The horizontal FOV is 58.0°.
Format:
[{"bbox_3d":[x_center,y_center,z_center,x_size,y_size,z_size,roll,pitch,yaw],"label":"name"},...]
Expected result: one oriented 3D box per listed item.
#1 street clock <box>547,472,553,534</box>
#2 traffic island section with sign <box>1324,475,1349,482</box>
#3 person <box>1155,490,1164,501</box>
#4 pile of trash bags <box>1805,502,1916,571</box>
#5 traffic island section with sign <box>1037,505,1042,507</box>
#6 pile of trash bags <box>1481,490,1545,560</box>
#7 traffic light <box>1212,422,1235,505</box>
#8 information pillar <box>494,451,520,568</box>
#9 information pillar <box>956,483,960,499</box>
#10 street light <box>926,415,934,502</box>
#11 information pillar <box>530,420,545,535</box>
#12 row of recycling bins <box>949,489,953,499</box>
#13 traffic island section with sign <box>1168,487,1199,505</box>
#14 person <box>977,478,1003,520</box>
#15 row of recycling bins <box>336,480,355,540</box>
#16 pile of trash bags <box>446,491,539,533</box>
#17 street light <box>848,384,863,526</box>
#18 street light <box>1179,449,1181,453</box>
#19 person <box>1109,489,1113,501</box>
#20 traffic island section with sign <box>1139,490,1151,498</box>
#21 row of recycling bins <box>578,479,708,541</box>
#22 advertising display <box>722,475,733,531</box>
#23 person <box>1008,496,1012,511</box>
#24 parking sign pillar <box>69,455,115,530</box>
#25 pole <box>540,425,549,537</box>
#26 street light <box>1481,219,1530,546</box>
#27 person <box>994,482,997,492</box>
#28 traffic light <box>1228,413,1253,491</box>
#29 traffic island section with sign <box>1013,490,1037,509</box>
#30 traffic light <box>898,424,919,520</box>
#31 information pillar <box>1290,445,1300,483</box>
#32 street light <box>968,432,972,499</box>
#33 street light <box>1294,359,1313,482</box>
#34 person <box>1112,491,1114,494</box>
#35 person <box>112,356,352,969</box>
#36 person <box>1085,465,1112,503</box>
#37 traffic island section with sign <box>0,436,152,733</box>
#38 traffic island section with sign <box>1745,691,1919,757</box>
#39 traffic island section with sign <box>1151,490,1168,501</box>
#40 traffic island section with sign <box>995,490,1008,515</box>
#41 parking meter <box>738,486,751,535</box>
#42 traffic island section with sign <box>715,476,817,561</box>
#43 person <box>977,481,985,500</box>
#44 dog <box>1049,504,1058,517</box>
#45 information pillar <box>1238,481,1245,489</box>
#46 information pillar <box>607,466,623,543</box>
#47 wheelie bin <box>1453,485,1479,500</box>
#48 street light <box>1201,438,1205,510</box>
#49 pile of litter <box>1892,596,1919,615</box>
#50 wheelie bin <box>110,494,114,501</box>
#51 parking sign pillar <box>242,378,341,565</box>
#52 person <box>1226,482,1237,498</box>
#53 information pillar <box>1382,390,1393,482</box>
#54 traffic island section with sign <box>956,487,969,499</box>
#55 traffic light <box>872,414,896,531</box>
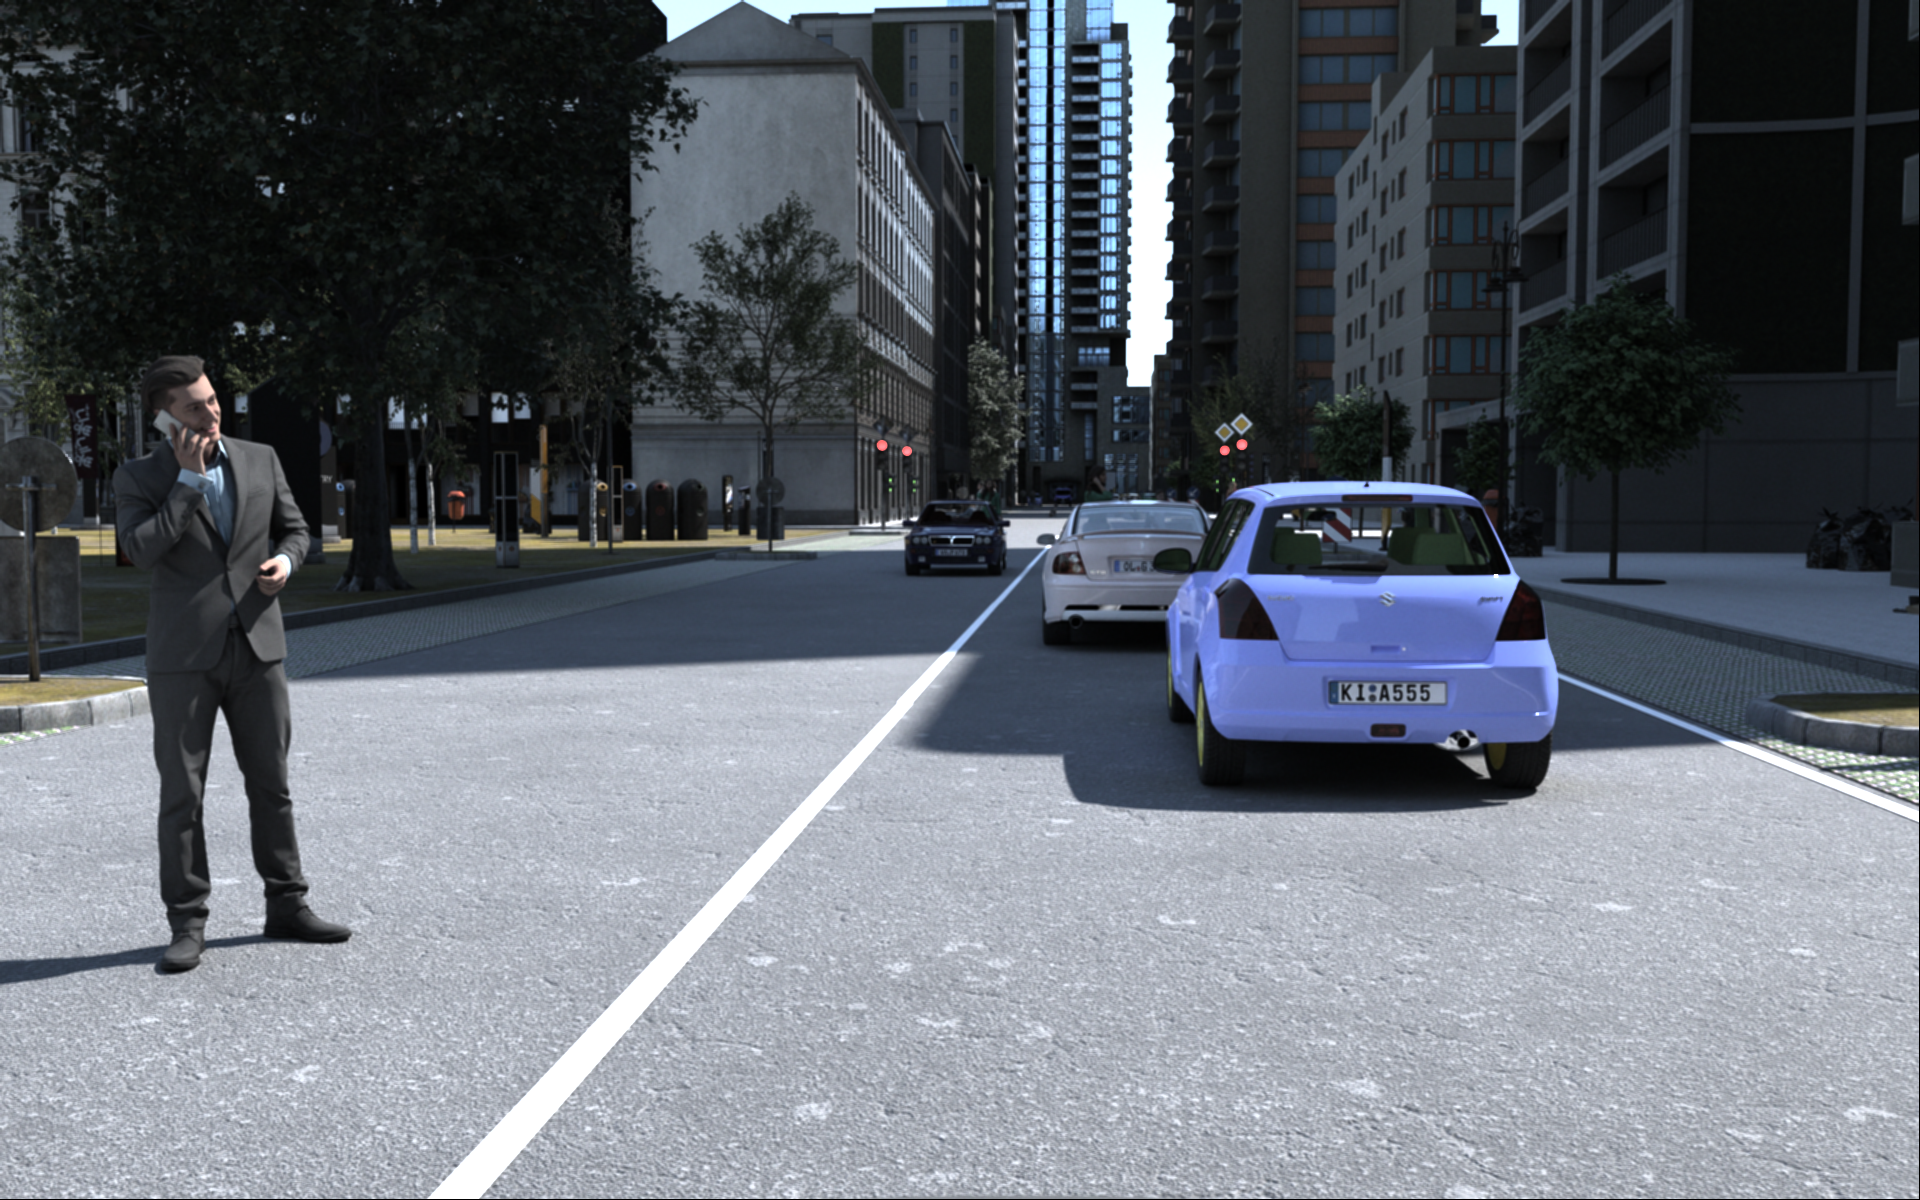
[{"bbox_3d":[-13.225,-3.123,55.631,0.358,2.002,0.471,-1,4,-17],"label":"street clock"},{"bbox_3d":[7.983,-1.778,37.692,1.989,1.847,2.006,0,4,4],"label":"traffic island section with sign"},{"bbox_3d":[3.509,-1.187,30.506,0.523,1.515,0.503,0,4,0],"label":"person"},{"bbox_3d":[16.306,-1.193,29.264,3.447,1.369,1.912,1,4,9],"label":"pile of trash bags"},{"bbox_3d":[8.371,-11.551,197.487,1.989,1.847,2.006,0,4,4],"label":"traffic island section with sign"},{"bbox_3d":[10.942,-1.568,35.383,1.912,1.369,3.447,1,4,17],"label":"pile of trash bags"},{"bbox_3d":[10.323,-4.826,67.832,0.839,4.253,0.868,0,4,4],"label":"traffic light"},{"bbox_3d":[-7.863,-1.564,30.058,0.304,2.012,0.304,-3,5,-43],"label":"information pillar"},{"bbox_3d":[-0.135,-6.585,112.159,0.304,2.012,0.304,0,4,-2],"label":"information pillar"},{"bbox_3d":[-1.733,-7.759,99.644,0.468,5.910,1.993,0,4,4],"label":"street light"},{"bbox_3d":[-13.285,-3.869,54.611,0.504,3.616,0.183,0,4,-6],"label":"information pillar"},{"bbox_3d":[-2.319,-7.677,132.623,3.534,1.692,1.069,0,4,-3],"label":"row of recycling bins"},{"bbox_3d":[12.328,-5.141,92.687,1.989,1.847,2.006,0,4,4],"label":"traffic island section with sign"},{"bbox_3d":[0.675,-1.873,39.374,0.600,1.795,0.529,0,3,0],"label":"person"},{"bbox_3d":[-17.621,-2.576,49.232,1.069,1.692,3.534,1,4,16],"label":"row of recycling bins"},{"bbox_3d":[-15.202,-2.890,57.012,3.447,1.369,1.912,0,4,2],"label":"pile of trash bags"},{"bbox_3d":[-4.191,-5.923,69.628,0.468,5.910,1.993,0,4,4],"label":"street light"},{"bbox_3d":[18.173,-10.364,142.242,0.468,5.910,1.993,0,4,4],"label":"street light"},{"bbox_3d":[11.011,-7.229,126.966,0.793,1.790,0.793,-3,5,-43],"label":"person"},{"bbox_3d":[20.584,-11.548,197.437,1.989,1.847,2.006,0,4,4],"label":"traffic island section with sign"},{"bbox_3d":[-8.751,-2.488,47.797,3.534,1.692,1.069,-1,4,-20],"label":"row of recycling bins"},{"bbox_3d":[-8.026,-3.340,59.829,0.123,1.923,0.974,0,4,7],"label":"advertising display"},{"bbox_3d":[4.124,-8.018,144.257,0.373,1.253,0.362,-1,4,-9],"label":"person"},{"bbox_3d":[-30.954,-4.476,61.651,1.447,3.967,1.447,-1,4,-22],"label":"parking sign pillar"},{"bbox_3d":[-12.299,-3.509,51.210,0.158,3.312,0.155,0,3,0],"label":"pole"},{"bbox_3d":[9.234,-3.467,29.477,0.468,5.910,1.993,0,4,4],"label":"street light"},{"bbox_3d":[0.728,-2.314,46.604,0.573,1.790,0.520,-1,4,-14],"label":"person"},{"bbox_3d":[9.695,-4.339,59.871,0.839,4.253,0.868,0,4,4],"label":"traffic light"},{"bbox_3d":[6.260,-9.907,170.615,1.989,1.847,2.006,0,4,4],"label":"traffic island section with sign"},{"bbox_3d":[-2.052,-4.885,68.788,0.839,4.253,0.868,0,4,4],"label":"traffic light"},{"bbox_3d":[15.773,-5.517,81.549,0.504,3.616,0.183,1,4,22],"label":"information pillar"},{"bbox_3d":[0.707,-9.579,129.401,0.468,5.910,1.993,0,4,4],"label":"street light"},{"bbox_3d":[11.729,-5.287,59.229,0.468,5.910,1.993,0,4,4],"label":"street light"},{"bbox_3d":[15.942,-10.604,181.500,1.348,1.869,0.705,0,3,0],"label":"person"},{"bbox_3d":[-2.237,0.181,5.342,0.655,1.846,0.447,-3,5,-44],"label":"person"},{"bbox_3d":[1.725,-0.807,21.942,0.529,1.795,0.600,1,4,15],"label":"person"},{"bbox_3d":[-6.313,-0.153,11.137,1.989,1.847,2.006,0,4,4],"label":"traffic island section with sign"},{"bbox_3d":[5.822,-0.094,10.173,1.989,1.847,2.006,0,4,4],"label":"traffic island section with sign"},{"bbox_3d":[14.476,-6.809,119.956,1.989,1.847,2.006,0,4,4],"label":"traffic island section with sign"},{"bbox_3d":[2.349,-6.876,121.053,1.989,1.847,2.006,0,4,4],"label":"traffic island section with sign"},{"bbox_3d":[-6.728,-2.790,54.032,0.372,1.533,0.369,0,3,0],"label":"parking meter"},{"bbox_3d":[-4.197,-1.797,38.009,1.989,1.847,2.006,0,4,4],"label":"traffic island section with sign"},{"bbox_3d":[0.691,-2.612,51.298,0.391,1.810,0.635,2,4,33],"label":"person"},{"bbox_3d":[5.744,-5.629,108.870,0.800,0.831,0.513,0,4,7],"label":"dog"},{"bbox_3d":[16.231,-5.826,99.750,0.304,2.012,0.304,2,4,25],"label":"information pillar"},{"bbox_3d":[-9.106,-2.523,45.747,0.304,2.012,0.304,-2,4,-35],"label":"information pillar"},{"bbox_3d":[12.903,-2.230,44.362,0.693,1.594,0.980,-1,4,-22],"label":"wheelie bin"},{"bbox_3d":[15.892,-8.543,112.473,0.468,5.910,1.993,0,4,4],"label":"street light"},{"bbox_3d":[10.926,-0.270,18.378,1.719,0.858,1.176,3,5,42],"label":"pile of litter"},{"bbox_3d":[-19.945,-2.069,41.738,0.980,1.594,0.693,-1,4,-15],"label":"wheelie bin"},{"bbox_3d":[-12.483,-2.654,31.872,1.447,3.967,1.447,3,5,44],"label":"parking sign pillar"},{"bbox_3d":[8.971,-2.975,57.114,0.573,1.828,0.580,-1,4,-20],"label":"person"},{"bbox_3d":[9.592,-2.909,38.914,0.183,3.616,0.504,0,4,-2],"label":"information pillar"},{"bbox_3d":[0.182,-5.192,93.516,1.989,1.847,2.006,0,4,4],"label":"traffic island section with sign"},{"bbox_3d":[-2.679,-4.398,60.827,0.839,4.253,0.868,0,4,4],"label":"traffic light"}]
